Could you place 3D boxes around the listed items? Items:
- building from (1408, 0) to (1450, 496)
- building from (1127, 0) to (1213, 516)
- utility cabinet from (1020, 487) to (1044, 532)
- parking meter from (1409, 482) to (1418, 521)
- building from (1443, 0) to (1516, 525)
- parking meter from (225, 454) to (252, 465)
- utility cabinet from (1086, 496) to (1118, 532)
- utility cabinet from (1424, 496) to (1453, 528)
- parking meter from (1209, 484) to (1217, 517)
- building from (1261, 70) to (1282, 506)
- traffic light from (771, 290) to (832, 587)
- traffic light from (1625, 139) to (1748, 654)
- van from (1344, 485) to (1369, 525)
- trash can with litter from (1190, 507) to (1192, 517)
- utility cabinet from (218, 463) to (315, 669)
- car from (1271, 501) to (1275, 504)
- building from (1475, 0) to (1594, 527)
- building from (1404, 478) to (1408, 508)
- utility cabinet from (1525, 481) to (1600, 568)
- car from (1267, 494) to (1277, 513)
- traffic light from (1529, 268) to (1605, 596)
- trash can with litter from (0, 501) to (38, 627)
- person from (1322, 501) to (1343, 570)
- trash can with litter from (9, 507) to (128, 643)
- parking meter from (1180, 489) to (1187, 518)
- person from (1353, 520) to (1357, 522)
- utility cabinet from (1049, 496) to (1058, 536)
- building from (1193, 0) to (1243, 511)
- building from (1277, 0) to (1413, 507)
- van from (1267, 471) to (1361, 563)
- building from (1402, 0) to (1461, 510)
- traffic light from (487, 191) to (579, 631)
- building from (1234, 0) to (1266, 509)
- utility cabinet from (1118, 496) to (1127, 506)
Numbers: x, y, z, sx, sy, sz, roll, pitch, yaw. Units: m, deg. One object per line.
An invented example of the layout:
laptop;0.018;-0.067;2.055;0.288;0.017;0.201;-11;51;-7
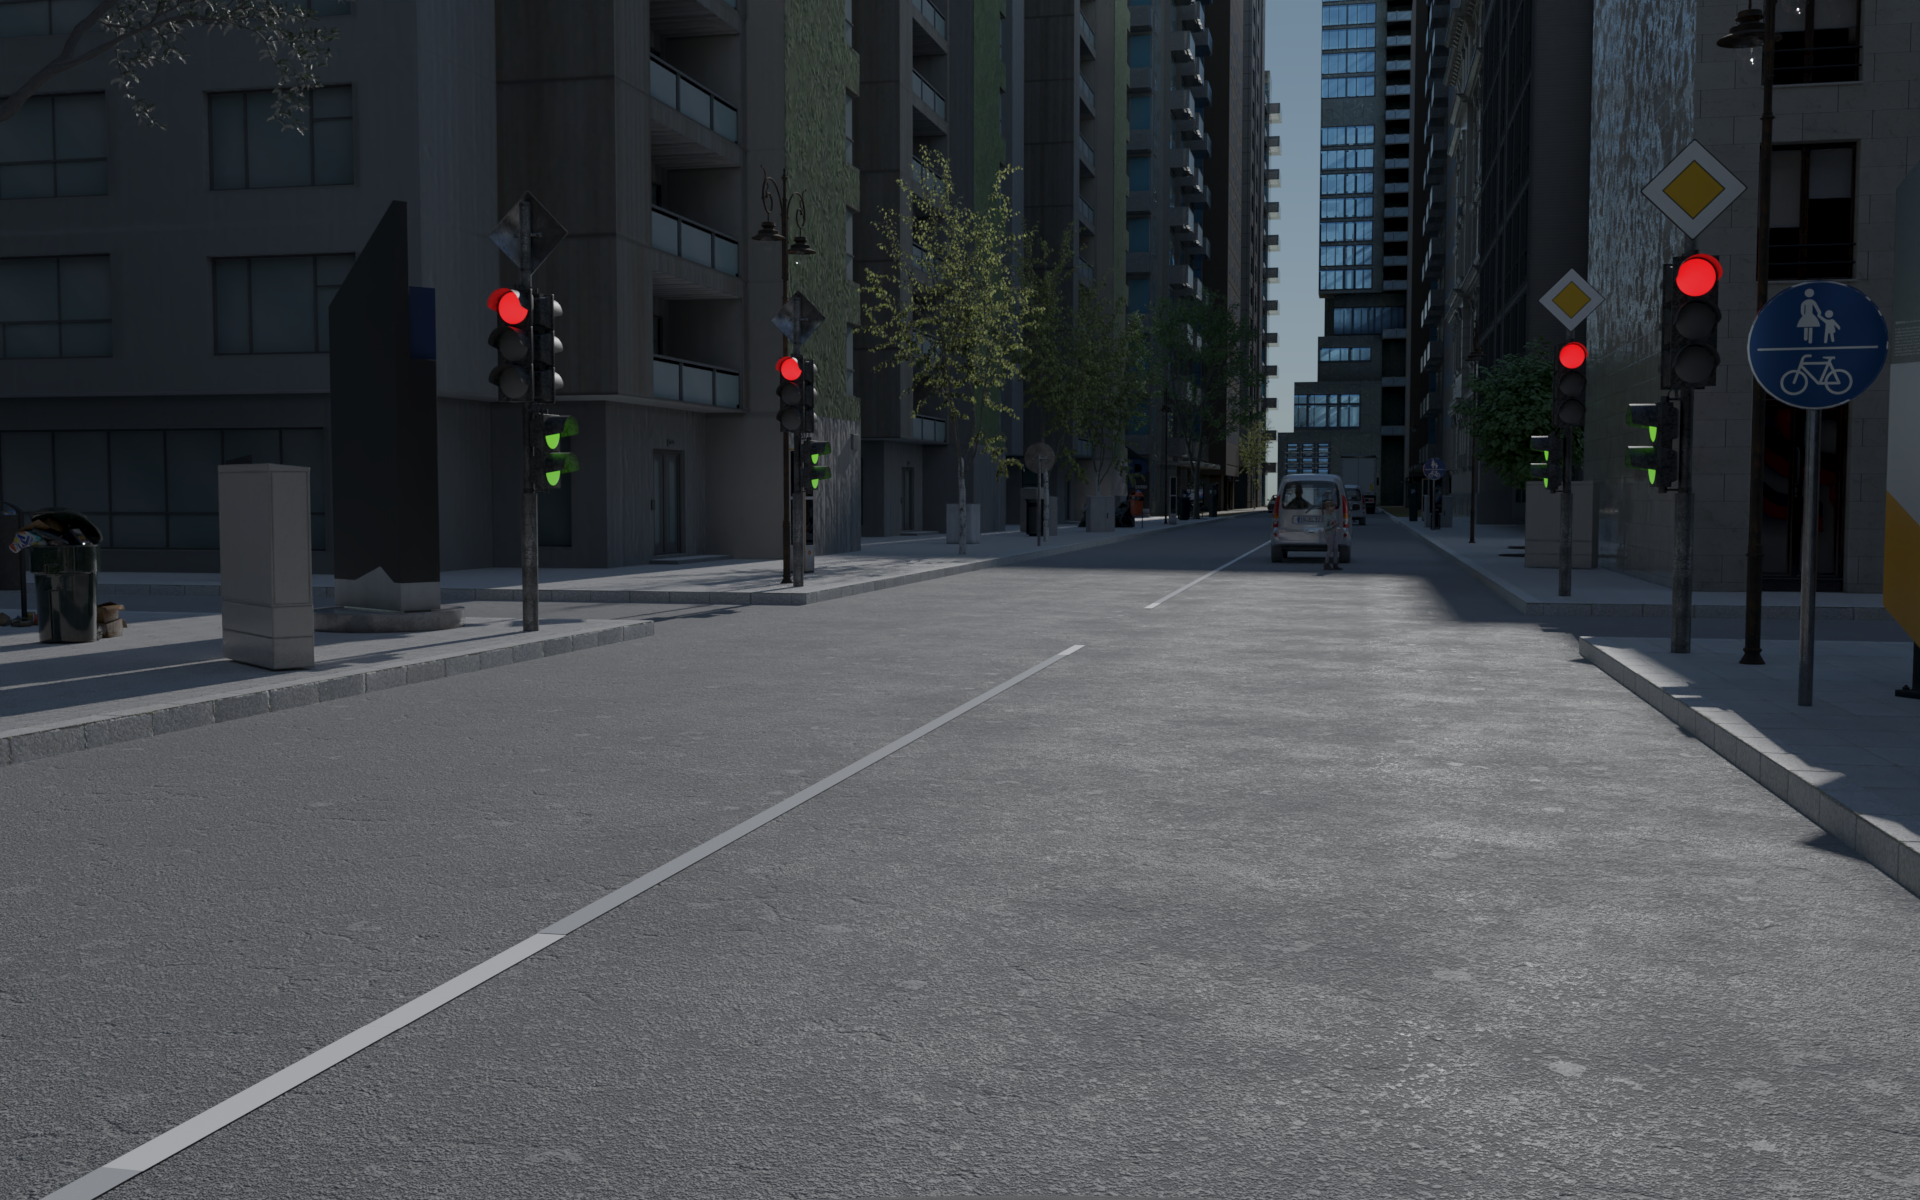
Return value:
building;44.510;-30.741;122.227;23.786;49.044;30.456;1;4;13
building;4.744;-30.259;114.337;23.786;49.044;30.456;1;4;13
utility cabinet;2.395;-2.999;57.705;0.318;1.500;1.173;-2;4;-25
parking meter;21.277;-4.623;81.303;0.399;1.863;0.255;2;4;26
building;30.275;-17.988;81.495;14.401;28.519;23.554;1;4;13
parking meter;-10.598;-1.207;25.450;0.399;1.863;0.255;-2;4;-25
utility cabinet;4.751;-2.896;58.513;1.020;1.237;0.306;-2;4;-31
utility cabinet;18.366;-3.384;66.484;1.020;1.237;0.306;0;4;-2
parking meter;13.945;-5.495;95.553;0.255;1.863;0.399;-2;4;-33
building;20.351;-35.119;193.800;30.456;49.044;23.786;1;4;13
traffic light;-2.224;-2.139;23.892;0.839;4.253;0.868;1;4;13
traffic light;5.807;-1.527;13.887;0.839;4.253;0.868;1;4;13
van;18.033;-4.506;80.687;2.013;2.044;4.112;1;4;12
trash can with litter;12.890;-5.235;96.973;0.624;1.170;1.055;-1;4;-17
utility cabinet;-5.194;-0.263;12.971;0.318;1.500;1.173;-3;5;-40
car;20.668;-5.914;109.062;2.083;1.381;4.827;1;4;11
building;25.334;-16.144;57.455;14.314;27.812;24.014;1;4;13
building;48.238;-29.074;158.956;14.154;41.232;14.086;1;4;13
utility cabinet;10.383;-1.296;29.871;1.173;1.500;0.318;3;5;40
car;24.675;-7.423;133.375;2.014;1.417;4.499;1;4;13
traffic light;7.588;-2.003;21.672;0.839;4.253;0.868;1;4;13
trash can with litter;-9.772;-0.369;17.095;2.233;1.210;1.678;0;4;7
person;7.007;-1.210;32.564;0.394;1.301;0.425;2;4;27
trash can with litter;-7.787;-0.233;15.203;0.624;1.170;1.055;0;4;-4
parking meter;11.667;-5.016;90.423;0.372;1.533;0.369;0;3;0
person;19.784;-4.840;87.726;0.635;1.810;0.391;2;4;26
utility cabinet;2.875;-2.604;53.730;0.306;1.237;1.020;0;4;1
building;14.582;-29.698;135.679;14.600;45.320;14.200;1;4;13
building;50.689;-53.392;185.623;31.000;86.520;22.319;1;4;13
van;7.640;-1.864;37.495;2.013;2.044;4.112;1;4;13
building;44.834;-30.276;145.127;14.600;45.320;14.200;1;4;13
traffic light;-4.005;-1.663;16.108;0.839;4.253;0.868;1;4;13
building;17.488;-44.234;161.472;20.611;71.187;20.563;1;4;13
utility cabinet;6.600;-3.684;71.389;0.306;1.237;1.020;-1;4;-10
